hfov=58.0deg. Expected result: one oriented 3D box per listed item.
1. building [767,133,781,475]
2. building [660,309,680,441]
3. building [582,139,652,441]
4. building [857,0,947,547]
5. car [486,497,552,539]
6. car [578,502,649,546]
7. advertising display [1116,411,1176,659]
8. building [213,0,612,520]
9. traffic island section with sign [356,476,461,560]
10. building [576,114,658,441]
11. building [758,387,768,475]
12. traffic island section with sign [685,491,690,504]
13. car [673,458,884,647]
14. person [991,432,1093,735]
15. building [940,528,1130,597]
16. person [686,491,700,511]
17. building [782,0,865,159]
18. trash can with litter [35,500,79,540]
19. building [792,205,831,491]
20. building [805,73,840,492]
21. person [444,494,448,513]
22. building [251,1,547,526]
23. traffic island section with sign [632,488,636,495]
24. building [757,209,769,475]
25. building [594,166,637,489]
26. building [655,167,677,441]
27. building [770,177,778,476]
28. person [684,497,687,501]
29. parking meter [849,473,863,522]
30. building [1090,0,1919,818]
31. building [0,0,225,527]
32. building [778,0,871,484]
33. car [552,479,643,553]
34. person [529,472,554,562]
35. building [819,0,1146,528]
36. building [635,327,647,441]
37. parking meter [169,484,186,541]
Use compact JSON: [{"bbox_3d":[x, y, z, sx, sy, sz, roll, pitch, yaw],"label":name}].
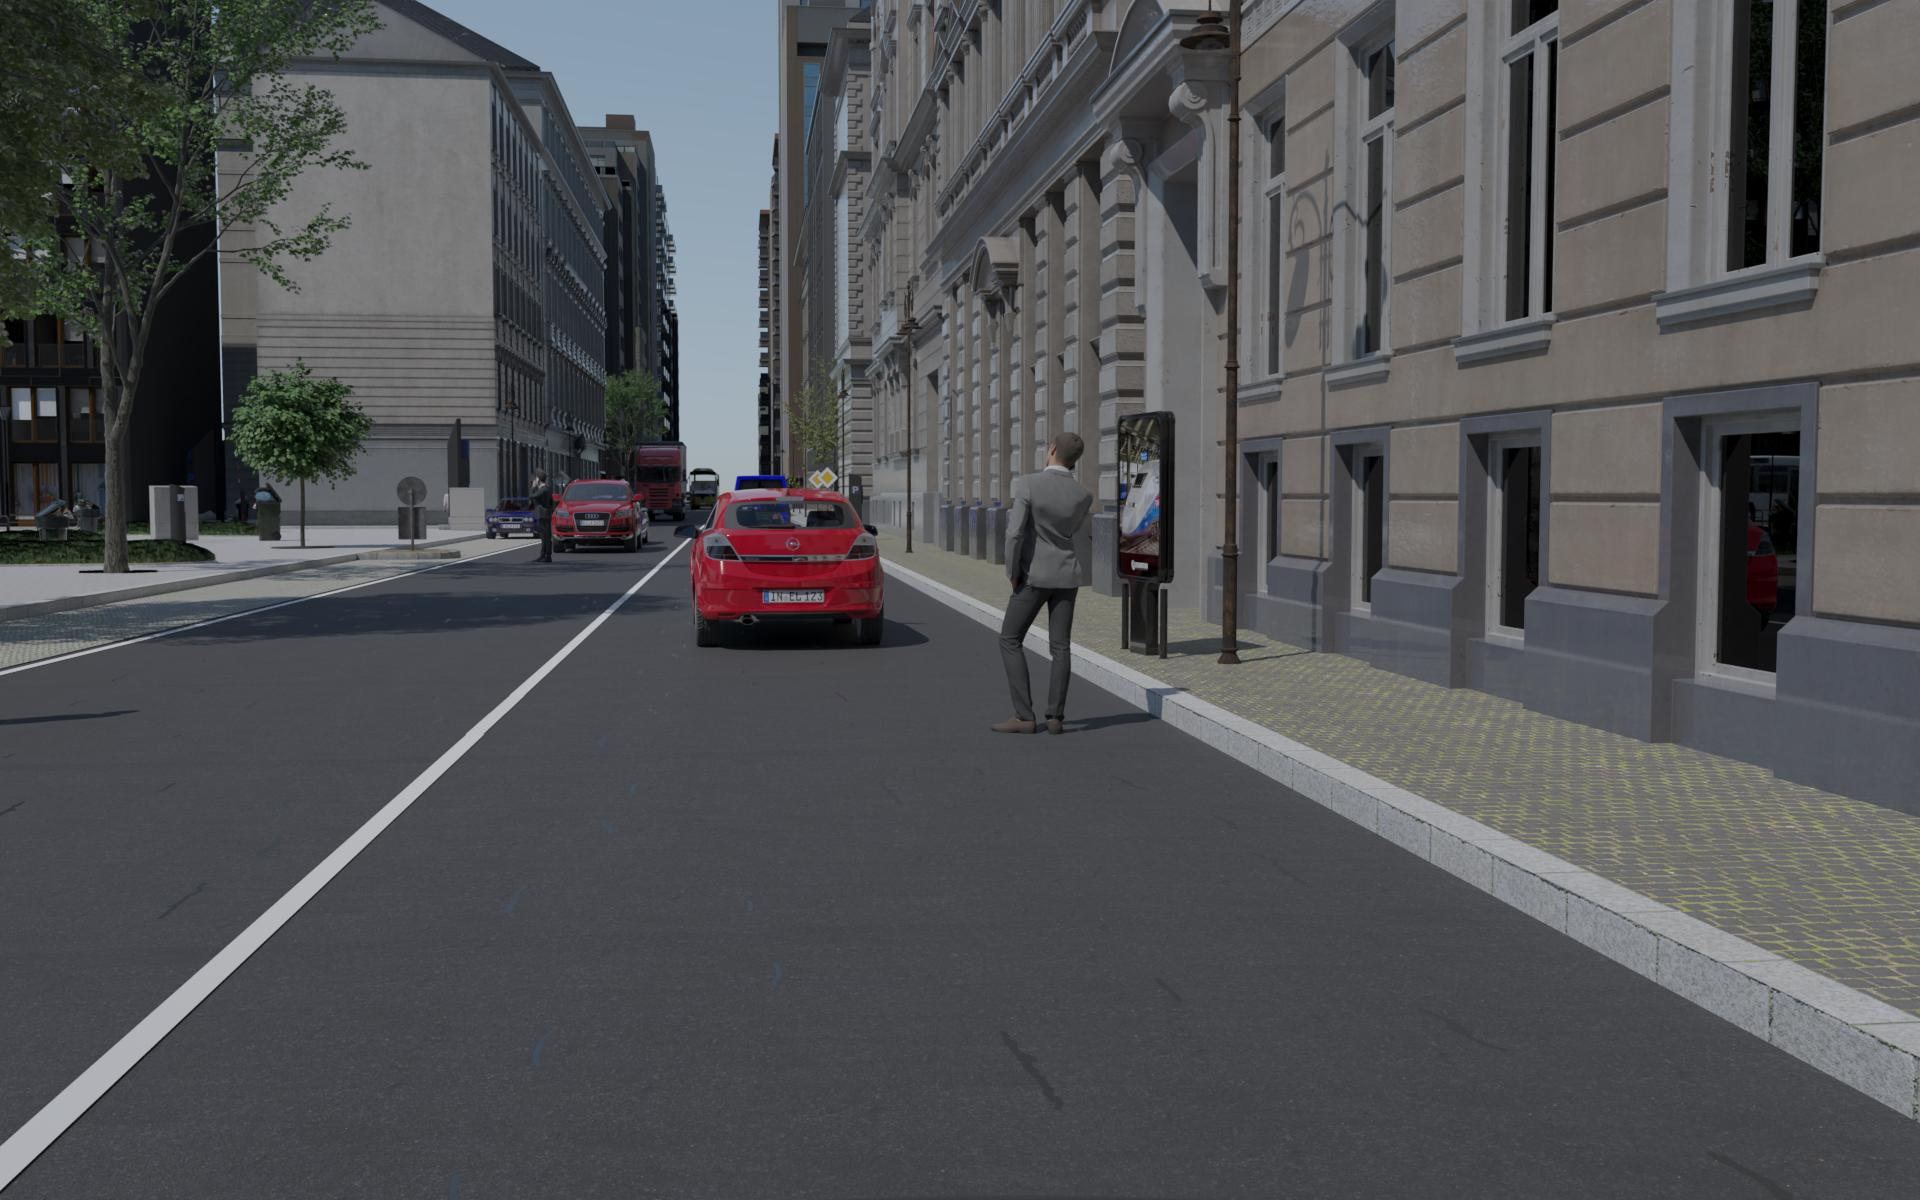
[{"bbox_3d":[-11.467,-33.895,208.809,22.147,44.769,28.867,0,4,-7],"label":"building"},{"bbox_3d":[-50.282,-30.169,264.956,14.160,30.474,14.107,0,4,-7],"label":"building"},{"bbox_3d":[-42.116,-31.214,193.936,14.154,41.232,14.086,0,4,-7],"label":"building"},{"bbox_3d":[4.254,-16.220,52.595,14.401,28.519,23.554,0,4,-7],"label":"building"},{"bbox_3d":[-14.232,-2.658,56.043,1.945,1.354,3.894,0,4,-6],"label":"car"},{"bbox_3d":[-9.897,-2.298,49.569,2.014,1.417,4.499,0,4,-6],"label":"car"},{"bbox_3d":[1.477,-0.528,13.852,0.123,1.923,0.974,-1,4,-15],"label":"advertising display"},{"bbox_3d":[-31.745,-20.295,108.242,17.030,29.872,44.131,0,4,-7],"label":"building"},{"bbox_3d":[-12.183,-1.822,38.419,1.989,1.847,2.006,0,4,-7],"label":"traffic island section with sign"},{"bbox_3d":[-43.759,-34.122,208.013,14.600,45.320,14.200,0,4,-7],"label":"building"},{"bbox_3d":[-19.992,-27.357,292.327,27.650,21.520,28.899,0,4,-7],"label":"building"},{"bbox_3d":[-42.838,-16.514,278.627,1.989,1.847,2.006,0,4,-7],"label":"traffic island section with sign"},{"bbox_3d":[-1.861,-0.539,17.848,2.155,1.783,4.494,-1,4,-9],"label":"car"},{"bbox_3d":[0.493,-0.105,10.401,0.592,1.802,0.473,-1,4,-10],"label":"person"},{"bbox_3d":[5.466,-12.337,30.588,11.050,23.489,19.941,0,4,-7],"label":"building"},{"bbox_3d":[-22.784,-8.481,147.880,1.217,1.735,0.721,-1,4,-21],"label":"person"},{"bbox_3d":[-9.003,-31.074,158.173,14.600,45.320,14.200,0,4,-7],"label":"building"},{"bbox_3d":[-18.182,-1.400,34.275,0.624,1.170,1.055,3,5,40],"label":"trash can with litter"},{"bbox_3d":[-4.276,-18.330,132.984,16.112,22.955,30.059,0,4,-7],"label":"building"},{"bbox_3d":[-1.842,-19.109,105.941,14.314,27.812,24.014,0,4,-7],"label":"building"},{"bbox_3d":[-19.444,-3.507,66.516,0.731,1.740,0.598,-1,4,-18],"label":"person"},{"bbox_3d":[-24.521,-13.999,78.040,9.793,20.994,18.267,0,4,-7],"label":"building"},{"bbox_3d":[-22.636,-6.830,120.303,1.989,1.847,2.006,0,4,-7],"label":"traffic island section with sign"},{"bbox_3d":[-19.271,-37.126,261.637,22.147,44.769,28.867,0,4,-7],"label":"building"},{"bbox_3d":[-35.858,-23.231,151.527,14.160,30.474,14.107,0,4,-7],"label":"building"},{"bbox_3d":[-52.184,-38.023,241.285,23.786,49.044,30.456,0,4,-7],"label":"building"},{"bbox_3d":[-19.053,-36.015,238.948,14.600,45.320,14.200,0,4,-7],"label":"building"},{"bbox_3d":[-35.142,-12.993,221.618,0.721,1.739,1.217,0,4,5],"label":"person"},{"bbox_3d":[-2.905,-2.610,48.377,0.399,1.863,0.255,0,4,-1],"label":"parking meter"},{"bbox_3d":[9.460,-13.754,10.782,13.634,28.700,20.117,0,4,-7],"label":"building"},{"bbox_3d":[-41.034,-14.834,72.217,15.834,23.373,12.332,0,4,-7],"label":"building"},{"bbox_3d":[-8.152,-38.974,179.216,21.231,58.520,28.212,0,4,-7],"label":"building"},{"bbox_3d":[-9.158,-2.157,43.936,2.281,1.827,5.304,0,4,-8],"label":"car"},{"bbox_3d":[-8.801,-1.744,36.378,0.474,1.900,0.648,0,4,-7],"label":"person"},{"bbox_3d":[4.013,-15.183,77.122,19.941,23.489,11.050,0,4,-7],"label":"building"},{"bbox_3d":[-45.919,-20.014,172.273,27.650,21.520,28.899,0,4,-7],"label":"building"},{"bbox_3d":[-20.409,-2.250,45.193,0.372,1.533,0.369,0,3,0],"label":"parking meter"}]
